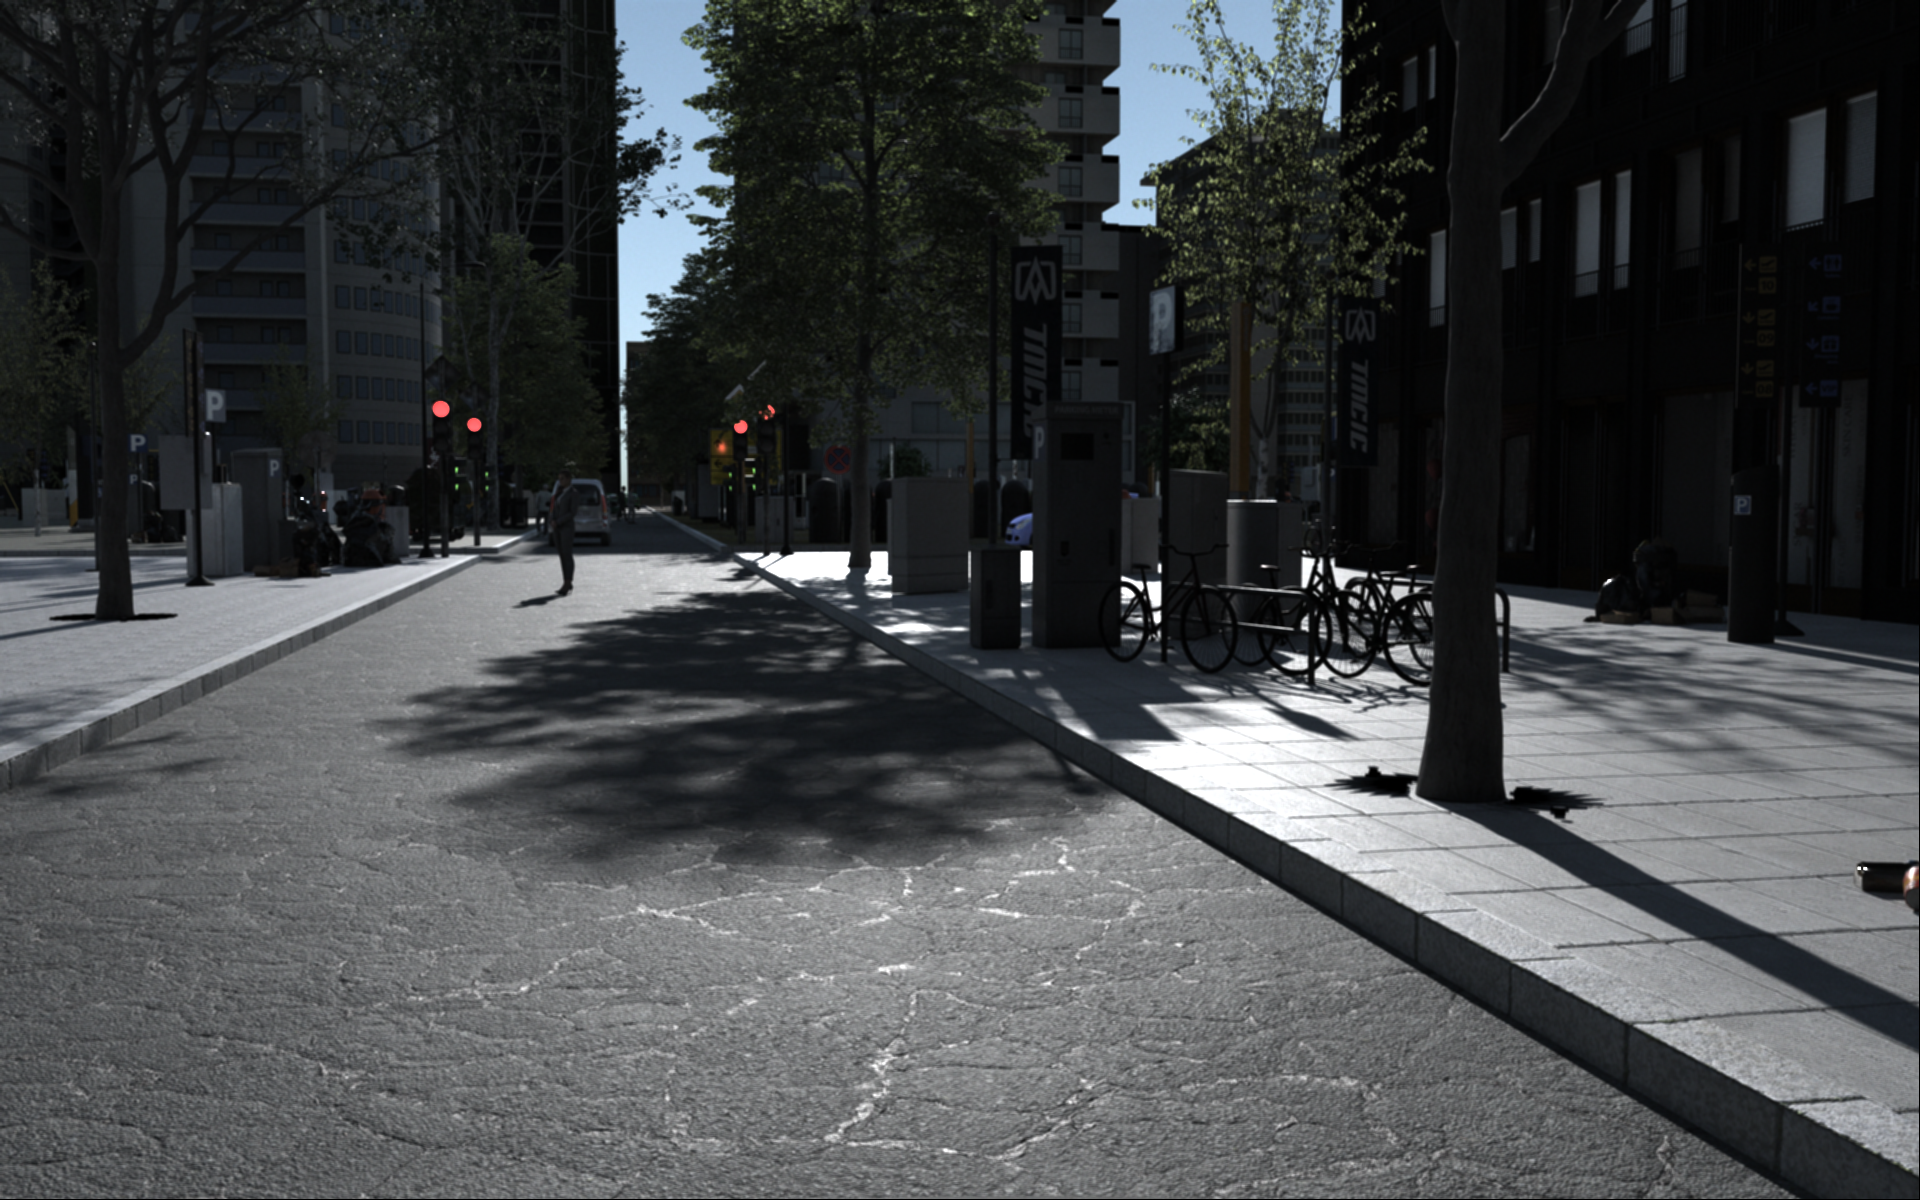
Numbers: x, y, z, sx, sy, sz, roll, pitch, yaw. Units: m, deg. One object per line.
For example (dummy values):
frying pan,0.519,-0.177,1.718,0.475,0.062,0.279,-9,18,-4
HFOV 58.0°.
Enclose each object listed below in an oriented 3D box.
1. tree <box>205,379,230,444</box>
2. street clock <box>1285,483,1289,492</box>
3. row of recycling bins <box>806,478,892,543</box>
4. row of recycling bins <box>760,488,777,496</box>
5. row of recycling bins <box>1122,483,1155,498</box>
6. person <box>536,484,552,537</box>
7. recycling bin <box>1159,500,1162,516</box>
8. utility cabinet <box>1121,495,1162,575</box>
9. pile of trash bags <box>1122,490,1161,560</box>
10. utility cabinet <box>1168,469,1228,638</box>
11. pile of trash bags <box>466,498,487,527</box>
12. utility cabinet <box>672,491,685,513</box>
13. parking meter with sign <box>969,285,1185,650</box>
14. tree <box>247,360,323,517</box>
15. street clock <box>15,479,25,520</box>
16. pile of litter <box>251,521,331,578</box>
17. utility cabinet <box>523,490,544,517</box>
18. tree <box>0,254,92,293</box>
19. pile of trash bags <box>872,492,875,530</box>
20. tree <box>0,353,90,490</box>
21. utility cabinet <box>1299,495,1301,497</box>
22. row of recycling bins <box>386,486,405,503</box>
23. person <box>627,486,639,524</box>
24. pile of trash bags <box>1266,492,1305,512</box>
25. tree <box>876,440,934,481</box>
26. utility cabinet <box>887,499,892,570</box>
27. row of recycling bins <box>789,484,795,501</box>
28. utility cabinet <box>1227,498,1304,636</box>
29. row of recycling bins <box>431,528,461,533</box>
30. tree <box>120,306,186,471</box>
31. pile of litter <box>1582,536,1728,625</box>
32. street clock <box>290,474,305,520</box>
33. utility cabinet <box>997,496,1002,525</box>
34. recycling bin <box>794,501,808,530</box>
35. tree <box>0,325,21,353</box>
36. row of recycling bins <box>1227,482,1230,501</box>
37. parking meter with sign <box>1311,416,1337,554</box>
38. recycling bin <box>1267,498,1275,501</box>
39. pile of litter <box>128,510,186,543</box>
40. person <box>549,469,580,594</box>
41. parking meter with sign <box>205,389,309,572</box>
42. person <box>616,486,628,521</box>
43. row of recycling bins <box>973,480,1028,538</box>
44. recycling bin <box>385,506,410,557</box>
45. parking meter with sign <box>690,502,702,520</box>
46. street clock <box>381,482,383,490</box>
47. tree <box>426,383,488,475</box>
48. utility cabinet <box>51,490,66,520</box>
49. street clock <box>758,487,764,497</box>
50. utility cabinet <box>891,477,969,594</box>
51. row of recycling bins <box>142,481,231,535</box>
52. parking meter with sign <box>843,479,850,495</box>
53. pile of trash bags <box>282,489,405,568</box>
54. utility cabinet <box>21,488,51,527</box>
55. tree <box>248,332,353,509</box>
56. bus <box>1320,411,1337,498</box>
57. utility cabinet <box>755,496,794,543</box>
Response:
tree,-48.662,-9.777,110.223,4.360,8.622,3.978,0,3,0
street clock,22.106,-6.882,117.094,0.358,2.002,0.471,0,4,6
row of recycling bins,-2.287,-2.391,46.207,3.534,1.692,1.069,-2,4,-24
row of recycling bins,-10.888,-6.133,107.383,3.534,1.692,1.069,1,4,19
row of recycling bins,5.852,-3.440,63.351,1.069,1.692,3.534,-1,4,-22
person,-13.701,-2.969,57.525,0.782,1.767,0.515,-1,4,-20
recycling bin,8.097,-3.697,73.000,0.722,1.027,0.722,0,4,-6
utility cabinet,2.870,-1.030,27.999,0.306,1.237,1.020,2,4,31
pile of trash bags,3.240,-1.536,34.872,1.912,1.369,3.447,0,4,4
utility cabinet,2.147,-0.428,15.683,0.318,1.500,1.173,1,4,23
pile of trash bags,-19.984,-3.591,68.472,3.447,1.369,1.912,1,4,21
utility cabinet,-18.852,-6.554,115.830,0.318,1.500,1.173,1,4,23
parking meter with sign,0.963,-1.118,14.543,1.738,3.016,0.543,-1,4,-17
tree,-37.181,-8.874,95.450,4.360,8.622,3.978,0,3,0
street clock,-45.835,-4.889,84.503,0.358,2.002,0.471,0,4,0
pile of litter,-10.441,-0.799,27.027,1.176,0.858,1.719,-1,4,-18
utility cabinet,-23.230,-5.248,94.477,1.173,1.500,0.318,-1,4,-10
tree,-28.181,-6.227,52.172,4.360,8.622,3.978,0,3,0
pile of trash bags,-2.539,-3.243,62.778,1.912,1.369,3.447,-3,4,-37
tree,-49.790,-8.808,94.374,4.737,8.622,4.395,0,3,0
utility cabinet,20.465,-5.668,103.833,0.306,1.237,1.020,1,4,12
row of recycling bins,-29.240,-5.054,89.740,1.069,1.692,3.534,-1,4,-19
person,-15.742,-4.565,83.331,0.583,1.804,0.606,0,4,-4
pile of trash bags,16.647,-4.623,85.344,3.447,1.369,1.912,0,3,0
tree,-3.246,-7.325,103.485,4.285,4.588,4.351,0,3,0
utility cabinet,-0.778,-1.132,29.667,1.020,1.237,0.306,-3,5,-41
row of recycling bins,-5.528,-3.889,70.692,3.534,1.692,1.069,2,4,28
utility cabinet,2.791,-0.303,16.120,0.306,1.237,1.020,-1,4,-23
row of recycling bins,-17.245,-3.119,58.111,1.069,1.692,3.534,-1,4,-18
tree,-32.030,-7.126,66.870,4.360,8.622,3.978,0,3,0
pile of litter,7.140,-0.211,17.411,1.719,0.858,1.176,1,4,11
street clock,-23.771,-3.523,62.176,0.358,2.002,0.471,2,4,26
utility cabinet,1.910,-3.748,72.440,0.306,1.237,1.020,-2,4,-31
recycling bin,-6.085,-3.058,62.557,0.722,1.027,0.722,1,4,21
tree,-26.850,-5.800,45.189,4.737,8.622,4.395,0,3,0
row of recycling bins,8.980,-3.400,62.698,1.069,1.692,3.534,-2,4,-25
parking meter with sign,8.180,-2.554,38.016,0.543,3.016,1.738,2,4,28
recycling bin,22.359,-6.832,124.252,0.722,1.027,0.722,0,4,4
pile of litter,-21.281,-1.935,45.605,1.719,0.858,1.176,-1,4,-11
person,-5.766,-0.993,25.016,0.520,1.790,0.573,2,4,26
parking meter with sign,-11.629,-1.981,28.651,1.738,3.016,0.543,1,4,15
person,-17.706,-5.068,91.132,0.755,1.850,0.659,-1,4,-13
row of recycling bins,1.194,-2.692,51.123,3.534,1.692,1.069,0,4,4
recycling bin,-11.705,-1.392,35.309,0.722,1.027,0.722,-3,5,-40
parking meter with sign,-12.901,-5.571,87.353,1.738,3.016,0.543,2,4,35
street clock,-34.582,-6.040,103.319,0.358,2.002,0.471,-3,5,-39
tree,-29.431,-9.293,102.304,4.360,8.622,3.978,0,3,0
utility cabinet,-44.621,-4.680,85.198,0.318,1.500,1.173,2,4,30
street clock,-6.271,-3.074,54.825,0.358,2.002,0.471,-1,4,-10
utility cabinet,-0.386,-0.842,22.451,0.318,1.500,1.173,3,5,42
row of recycling bins,-24.643,-2.889,54.352,1.069,1.692,3.534,1,4,19
parking meter with sign,-5.563,-5.530,86.676,0.543,3.016,1.738,-1,4,-16
pile of trash bags,-11.169,-1.345,31.741,1.912,1.369,3.447,0,4,-3
utility cabinet,-35.476,-3.532,66.432,1.173,1.500,0.318,2,4,30
tree,-30.411,-7.920,79.860,4.737,8.622,4.395,0,3,0
bus,15.481,-3.232,44.385,12.252,3.916,2.896,-1,4,-9
utility cabinet,-4.876,-2.098,45.459,1.020,1.237,0.306,2,4,24
